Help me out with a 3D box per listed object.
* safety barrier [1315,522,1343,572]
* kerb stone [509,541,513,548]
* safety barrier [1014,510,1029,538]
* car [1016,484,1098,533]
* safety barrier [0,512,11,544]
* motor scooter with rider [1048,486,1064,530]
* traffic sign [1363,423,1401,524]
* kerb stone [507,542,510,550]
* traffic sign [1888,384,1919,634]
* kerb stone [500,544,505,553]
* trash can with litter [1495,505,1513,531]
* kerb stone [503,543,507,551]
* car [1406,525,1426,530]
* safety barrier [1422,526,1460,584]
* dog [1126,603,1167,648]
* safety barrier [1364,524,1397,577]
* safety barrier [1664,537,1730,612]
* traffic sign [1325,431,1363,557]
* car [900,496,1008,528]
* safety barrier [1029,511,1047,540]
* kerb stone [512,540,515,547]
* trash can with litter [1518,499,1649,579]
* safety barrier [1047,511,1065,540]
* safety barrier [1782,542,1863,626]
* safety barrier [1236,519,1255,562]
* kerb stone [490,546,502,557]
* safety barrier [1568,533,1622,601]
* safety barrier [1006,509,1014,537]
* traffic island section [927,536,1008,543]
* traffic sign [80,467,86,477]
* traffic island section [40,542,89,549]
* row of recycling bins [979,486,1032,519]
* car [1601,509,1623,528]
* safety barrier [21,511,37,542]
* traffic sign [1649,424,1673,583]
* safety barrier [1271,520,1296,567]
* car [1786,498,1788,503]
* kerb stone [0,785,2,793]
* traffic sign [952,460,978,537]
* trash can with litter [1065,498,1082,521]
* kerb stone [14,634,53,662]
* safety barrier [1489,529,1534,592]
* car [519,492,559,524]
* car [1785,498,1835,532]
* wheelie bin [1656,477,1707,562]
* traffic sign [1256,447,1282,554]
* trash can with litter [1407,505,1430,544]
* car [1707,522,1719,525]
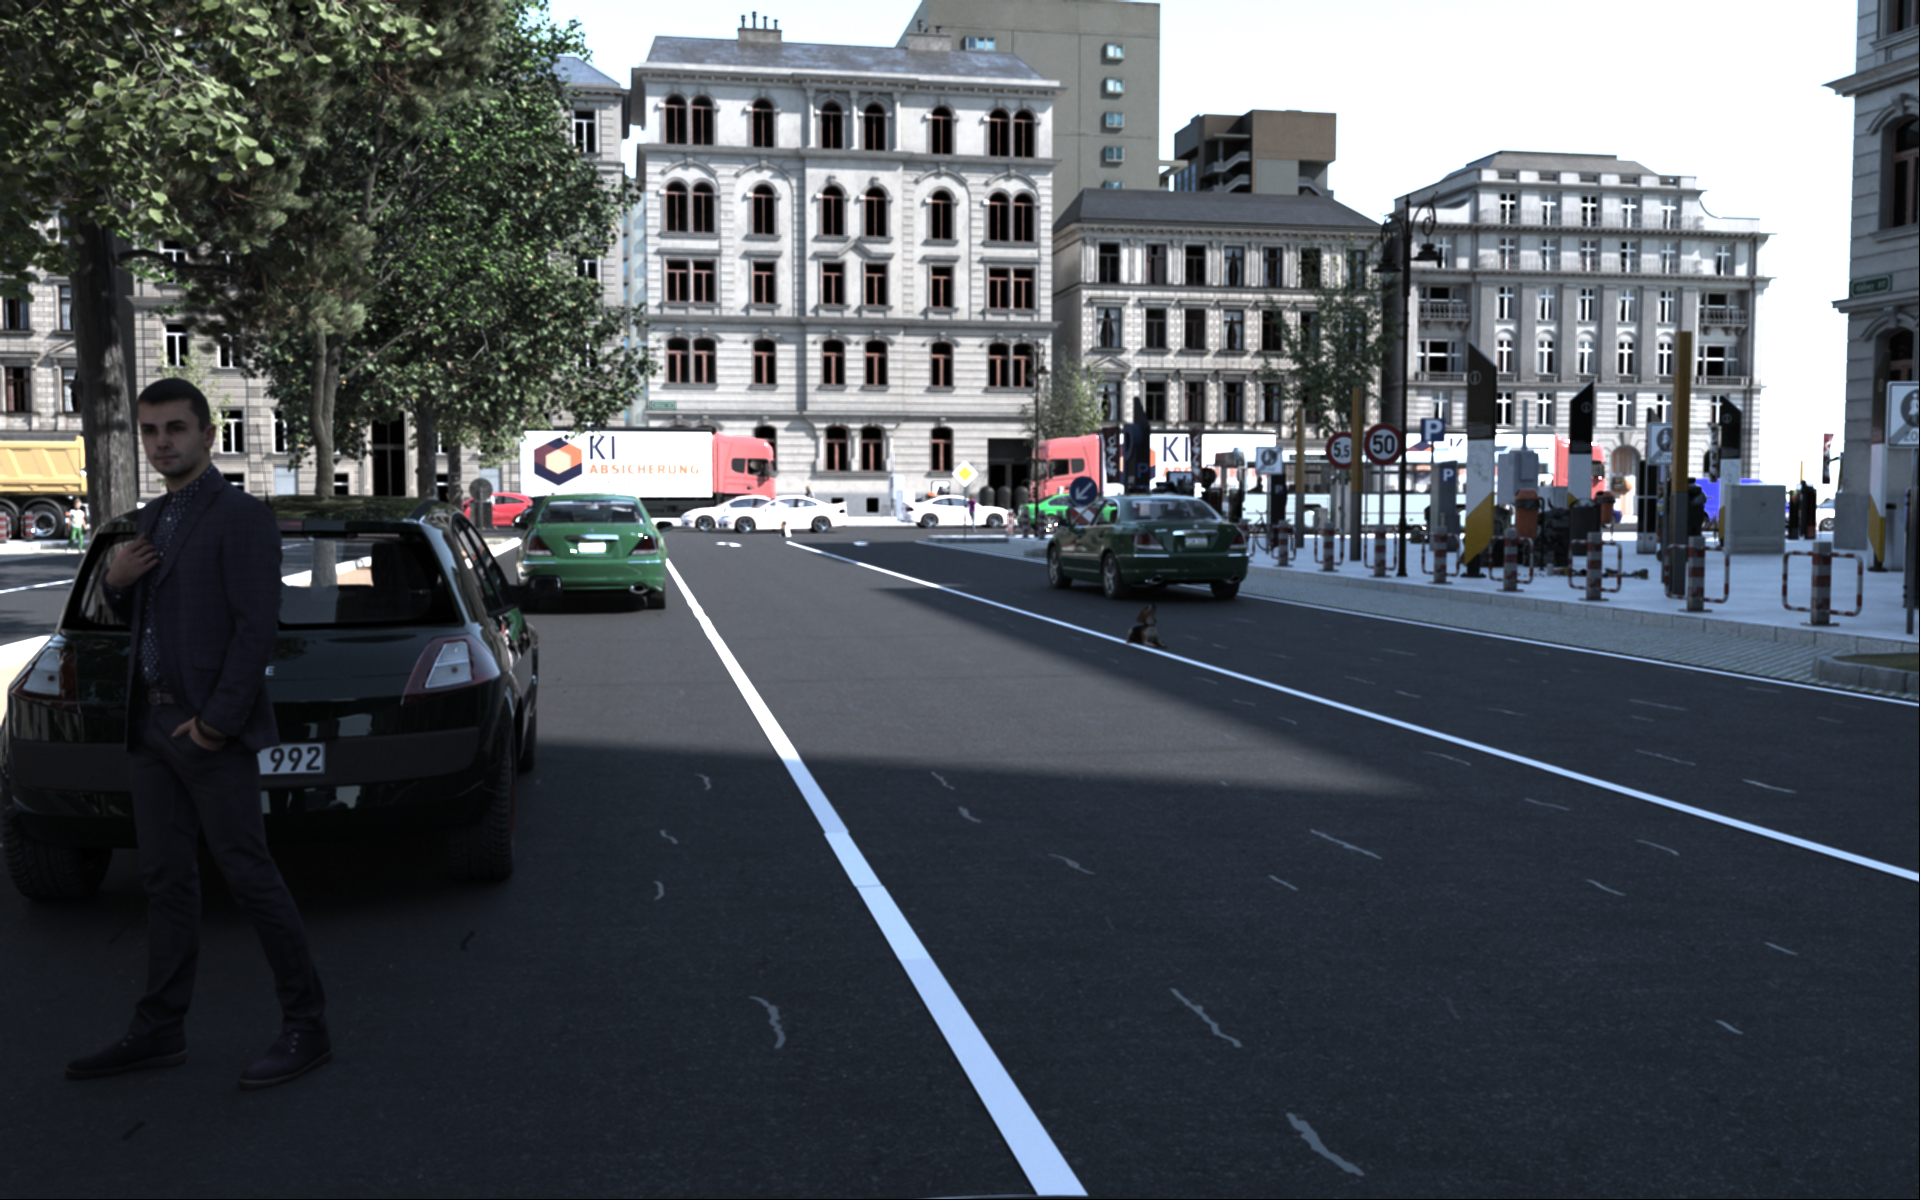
[{"bbox_3d":[6.110,-0.883,28.708,0.300,0.817,1.120,-1,4,-11],"label":"safety barrier"},{"bbox_3d":[-11.726,-1.381,44.782,0.120,0.150,1.000,-1,4,-11],"label":"kerb stone"},{"bbox_3d":[1.904,-2.210,50.407,0.300,0.817,1.120,-1,4,-11],"label":"safety barrier"},{"bbox_3d":[4.474,-3.405,64.468,4.718,1.807,1.959,-1,4,-11],"label":"car"},{"bbox_3d":[-24.415,-1.828,44.157,0.300,0.817,1.120,-1,4,-11],"label":"safety barrier"},{"bbox_3d":[4.215,-3.599,67.814,1.986,1.779,0.876,-1,4,-10],"label":"motor scooter with rider"},{"bbox_3d":[7.571,-1.895,31.084,0.768,2.556,0.104,-1,4,-10],"label":"traffic sign"},{"bbox_3d":[-11.526,-1.320,43.776,0.120,0.150,1.000,-1,4,-11],"label":"kerb stone"},{"bbox_3d":[8.714,-0.837,15.820,0.606,2.300,0.079,0,4,-3],"label":"traffic sign"},{"bbox_3d":[-11.133,-1.190,41.751,0.120,0.150,1.000,-1,4,-11],"label":"kerb stone"},{"bbox_3d":[17.023,-2.670,55.039,1.055,1.170,0.624,3,5,39],"label":"trash can with litter"},{"bbox_3d":[-11.334,-1.257,42.757,0.120,0.150,1.000,-1,4,-11],"label":"kerb stone"},{"bbox_3d":[19.521,-3.694,69.189,4.718,1.807,1.959,-1,4,-9],"label":"car"},{"bbox_3d":[6.872,-0.642,24.774,0.300,0.817,1.120,-1,4,-11],"label":"safety barrier"},{"bbox_3d":[1.828,0.226,16.503,0.550,0.427,0.748,2,4,29],"label":"dog"},{"bbox_3d":[6.488,-0.762,26.742,0.300,0.817,1.120,-1,4,-11],"label":"safety barrier"},{"bbox_3d":[8.016,-0.280,18.861,0.300,0.817,1.120,-1,4,-11],"label":"safety barrier"},{"bbox_3d":[7.786,-2.148,35.230,0.768,2.556,0.104,0,4,-3],"label":"traffic sign"},{"bbox_3d":[-0.130,-3.746,73.611,4.827,1.381,2.083,-1,4,-11],"label":"car"},{"bbox_3d":[2.289,-2.089,48.427,0.300,0.817,1.120,-1,4,-11],"label":"safety barrier"},{"bbox_3d":[-11.921,-1.443,45.792,0.120,0.150,1.000,-1,4,-11],"label":"kerb stone"},{"bbox_3d":[9.933,-0.960,26.759,1.678,1.210,2.233,-3,4,-37],"label":"trash can with litter"},{"bbox_3d":[2.670,-1.967,46.441,0.300,0.817,1.120,-1,4,-11],"label":"safety barrier"},{"bbox_3d":[8.396,-0.160,16.886,0.300,0.817,1.120,-1,4,-11],"label":"safety barrier"},{"bbox_3d":[5.346,-1.123,32.644,0.300,0.817,1.120,-1,4,-11],"label":"safety barrier"},{"bbox_3d":[-10.940,-1.134,40.743,0.120,0.150,1.000,-1,4,-11],"label":"kerb stone"},{"bbox_3d":[7.634,-0.402,20.843,0.300,0.817,1.120,-1,4,-11],"label":"safety barrier"},{"bbox_3d":[1.523,-2.330,52.375,0.300,0.817,1.120,-1,4,-11],"label":"safety barrier"},{"bbox_3d":[0.165,-1.791,51.557,2.009,0.180,2.903,-1,4,-11],"label":"traffic island section"},{"bbox_3d":[-23.418,-2.649,46.949,0.795,2.450,0.064,-1,4,-11],"label":"traffic sign"},{"bbox_3d":[-23.440,-1.512,47.006,2.009,0.180,2.903,-1,4,-11],"label":"traffic island section"},{"bbox_3d":[2.753,-5.005,88.949,3.534,1.692,1.069,0,4,-4],"label":"row of recycling bins"},{"bbox_3d":[26.009,-3.727,73.522,3.894,1.354,1.945,-1,4,-11],"label":"car"},{"bbox_3d":[-24.796,-1.948,46.124,0.300,0.817,1.120,-1,4,-11],"label":"safety barrier"},{"bbox_3d":[10.149,-1.394,24.921,0.606,2.300,0.079,-1,4,-9],"label":"traffic sign"},{"bbox_3d":[5.728,-1.003,30.678,0.300,0.817,1.120,-1,4,-11],"label":"safety barrier"},{"bbox_3d":[39.022,-4.630,85.484,4.222,1.686,2.009,-1,4,-11],"label":"car"},{"bbox_3d":[-4.676,0.844,8.403,0.120,0.150,1.000,-1,4,-11],"label":"kerb stone"},{"bbox_3d":[0.143,-2.926,51.475,0.795,2.450,0.064,-1,4,-11],"label":"traffic sign"},{"bbox_3d":[3.521,-2.319,49.305,1.055,1.170,0.624,3,5,39],"label":"trash can with litter"},{"bbox_3d":[-8.116,0.436,15.115,0.120,0.150,1.000,-1,4,-11],"label":"kerb stone"},{"bbox_3d":[7.253,-0.522,22.808,0.300,0.817,1.120,-1,4,-11],"label":"safety barrier"},{"bbox_3d":[-13.396,-3.140,61.120,4.222,1.686,2.009,-1,4,-10],"label":"car"},{"bbox_3d":[31.080,-2.951,60.606,4.827,1.381,2.083,-1,4,-11],"label":"car"},{"bbox_3d":[13.674,-1.520,32.758,0.980,1.594,0.693,-1,4,-22],"label":"wheelie bin"},{"bbox_3d":[6.566,-2.127,36.907,0.606,2.300,0.079,-1,4,-10],"label":"traffic sign"},{"bbox_3d":[12.064,-2.042,44.774,1.055,1.170,0.624,3,5,43],"label":"trash can with litter"},{"bbox_3d":[30.759,-3.606,70.968,4.499,1.417,2.014,-1,4,-11],"label":"car"}]
